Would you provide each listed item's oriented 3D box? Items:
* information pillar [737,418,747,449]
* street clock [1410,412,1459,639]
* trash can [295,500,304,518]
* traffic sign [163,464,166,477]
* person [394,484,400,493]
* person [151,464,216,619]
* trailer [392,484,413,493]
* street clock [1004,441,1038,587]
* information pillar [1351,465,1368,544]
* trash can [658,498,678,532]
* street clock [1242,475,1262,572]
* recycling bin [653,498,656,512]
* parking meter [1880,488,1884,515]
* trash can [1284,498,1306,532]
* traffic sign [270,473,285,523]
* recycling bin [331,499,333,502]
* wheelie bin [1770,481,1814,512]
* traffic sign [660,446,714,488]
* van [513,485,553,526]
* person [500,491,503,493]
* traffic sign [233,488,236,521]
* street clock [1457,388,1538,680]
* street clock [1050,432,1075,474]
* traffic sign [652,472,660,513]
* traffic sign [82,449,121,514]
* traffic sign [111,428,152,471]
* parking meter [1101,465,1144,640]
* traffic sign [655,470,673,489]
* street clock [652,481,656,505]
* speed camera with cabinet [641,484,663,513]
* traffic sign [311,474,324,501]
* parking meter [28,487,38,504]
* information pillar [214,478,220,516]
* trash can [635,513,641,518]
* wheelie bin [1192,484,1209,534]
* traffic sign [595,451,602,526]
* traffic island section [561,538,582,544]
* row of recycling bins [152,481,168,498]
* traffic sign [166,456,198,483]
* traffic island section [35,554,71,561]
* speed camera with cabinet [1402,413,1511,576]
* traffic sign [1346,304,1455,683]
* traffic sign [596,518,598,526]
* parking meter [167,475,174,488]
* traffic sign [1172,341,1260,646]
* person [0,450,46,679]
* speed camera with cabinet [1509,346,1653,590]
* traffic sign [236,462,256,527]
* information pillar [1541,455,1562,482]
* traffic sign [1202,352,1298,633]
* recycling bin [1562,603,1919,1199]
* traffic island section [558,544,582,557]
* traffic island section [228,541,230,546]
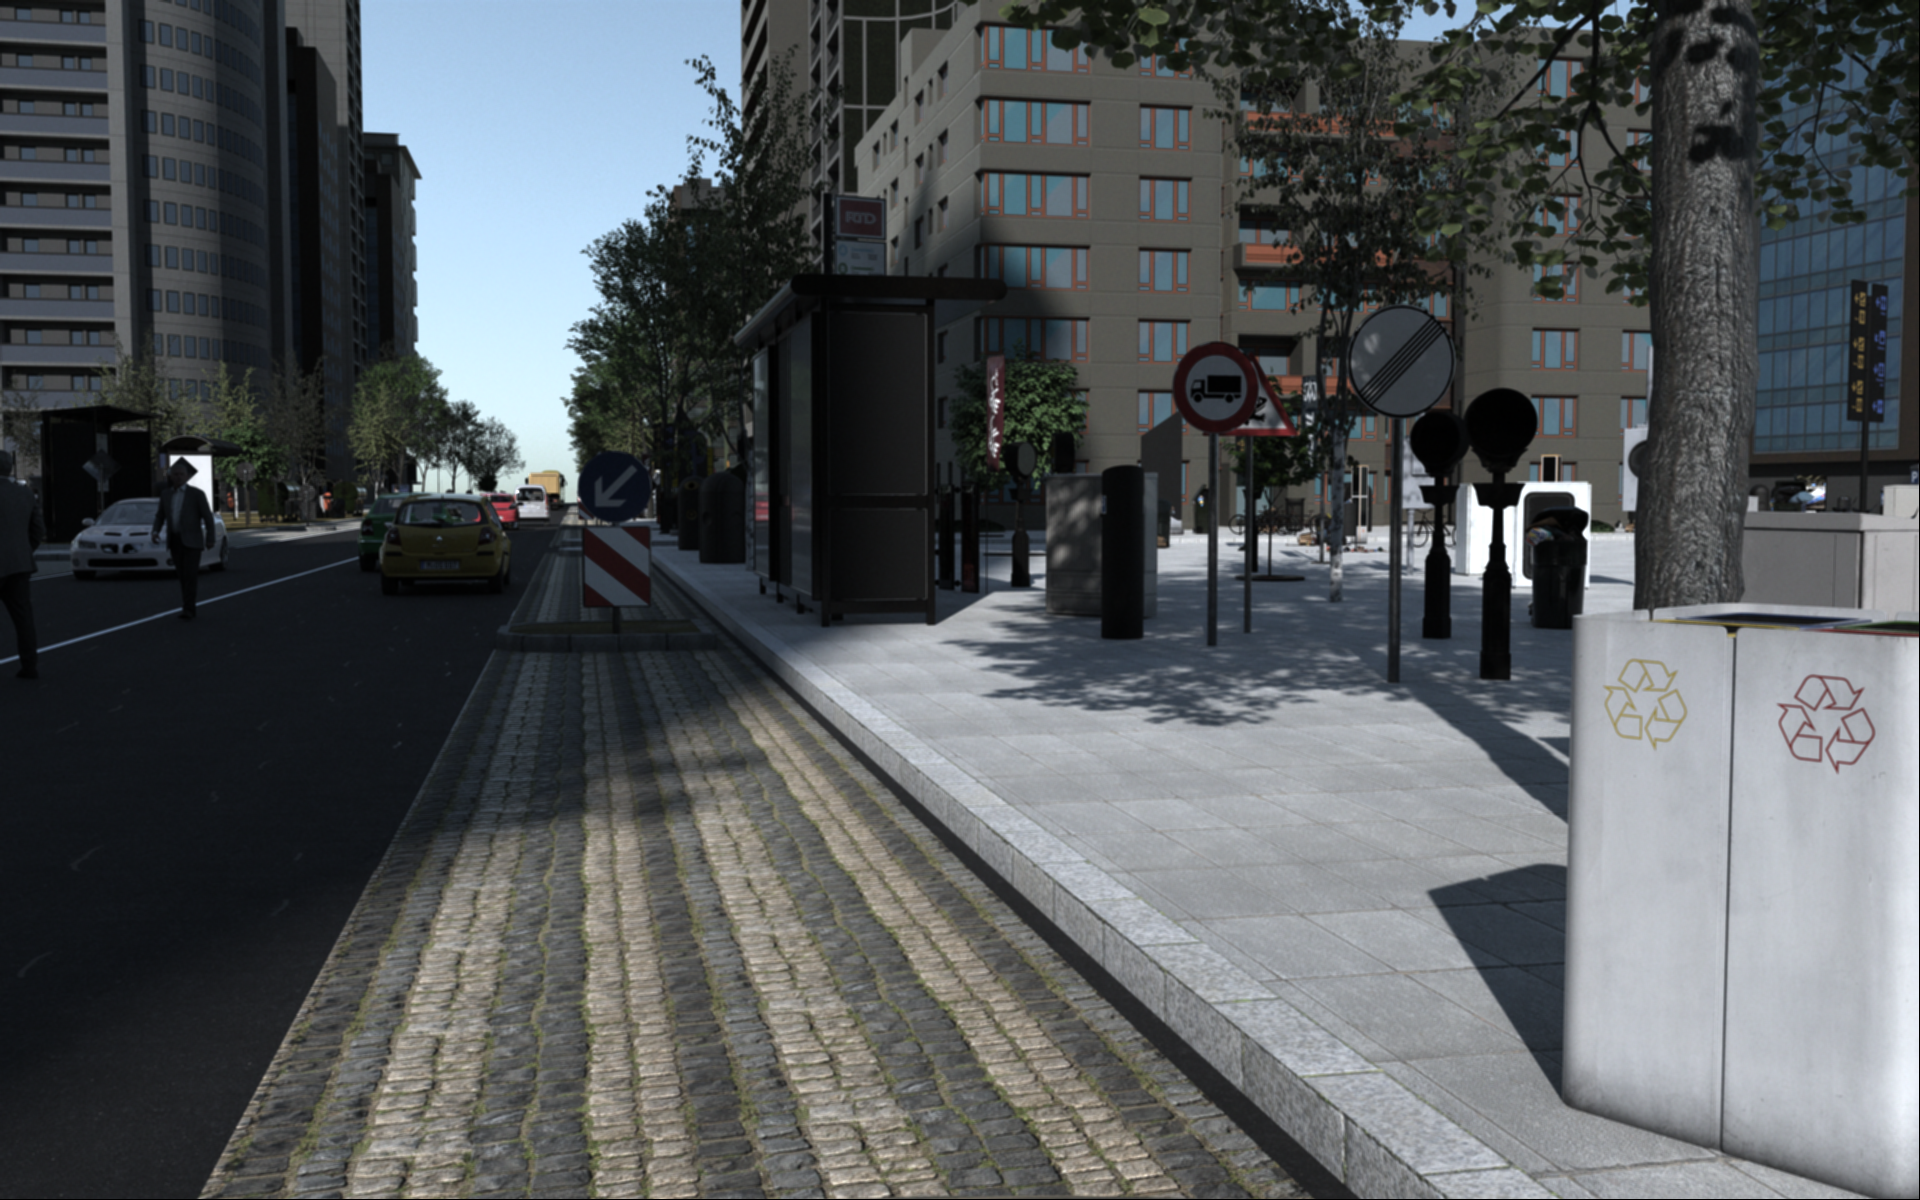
[{"bbox_3d":[-6.715,-3.796,53.419,0.183,3.616,0.504,-3,4,-38],"label":"information pillar"},{"bbox_3d":[4.249,-0.661,15.376,0.471,2.002,0.358,3,5,40],"label":"street clock"},{"bbox_3d":[-35.859,-5.052,94.253,0.748,1.137,0.748,0,3,0],"label":"trash can"},{"bbox_3d":[-30.326,-4.077,66.764,0.768,2.556,0.104,0,4,-4],"label":"traffic sign"},{"bbox_3d":[-20.405,-3.307,62.849,0.678,1.792,0.850,-3,5,-43],"label":"person"},{"bbox_3d":[-8.903,-0.667,19.809,0.661,1.777,0.834,0,4,-7],"label":"person"},{"bbox_3d":[-32.612,-5.758,101.191,1.471,1.999,3.904,-1,4,-13],"label":"trailer"},{"bbox_3d":[0.838,-1.183,23.909,0.358,2.002,0.471,3,5,41],"label":"street clock"},{"bbox_3d":[10.290,-2.454,44.612,0.304,2.012,0.304,-2,4,-35],"label":"information pillar"},{"bbox_3d":[-9.724,-2.828,57.886,0.748,1.137,0.748,0,3,0],"label":"trash can"},{"bbox_3d":[4.795,-1.456,28.369,0.471,2.002,0.358,1,4,10],"label":"street clock"},{"bbox_3d":[-21.219,-6.695,122.016,0.722,1.027,0.722,1,4,12],"label":"recycling bin"},{"bbox_3d":[37.186,-3.742,69.587,0.372,1.533,0.369,0,3,0],"label":"parking meter"},{"bbox_3d":[11.454,-2.912,59.263,0.748,1.137,0.748,0,3,0],"label":"trash can"},{"bbox_3d":[-30.267,-4.683,76.675,0.768,2.556,0.104,0,4,-7],"label":"traffic sign"},{"bbox_3d":[-39.805,-5.933,109.562,0.722,1.027,0.722,-1,4,-11],"label":"recycling bin"},{"bbox_3d":[19.431,-1.994,40.515,0.980,1.594,0.693,3,4,36],"label":"wheelie bin"},{"bbox_3d":[-11.602,-4.881,73.674,2.265,3.308,0.079,-1,4,-11],"label":"traffic sign"},{"bbox_3d":[-19.312,-4.336,77.903,2.013,2.044,4.112,-1,4,-14],"label":"van"},{"bbox_3d":[-40.033,-8.671,150.957,1.217,1.739,0.721,2,4,24],"label":"person"},{"bbox_3d":[-34.466,-5.023,82.229,0.768,2.556,0.104,0,4,-8],"label":"traffic sign"},{"bbox_3d":[3.720,-0.453,11.980,0.471,2.002,0.358,1,4,11],"label":"street clock"},{"bbox_3d":[1.204,-0.968,20.402,0.358,2.002,0.471,0,4,-5],"label":"street clock"},{"bbox_3d":[-17.723,-6.170,100.986,0.768,2.556,0.104,-1,4,-11],"label":"traffic sign"},{"bbox_3d":[-18.978,-2.122,38.331,0.795,2.450,0.064,-1,4,-12],"label":"traffic sign"},{"bbox_3d":[-25.981,-3.626,53.151,2.265,3.308,0.079,0,4,-4],"label":"traffic sign"},{"bbox_3d":[1.447,-0.428,15.403,0.372,1.533,0.369,0,3,0],"label":"parking meter"},{"bbox_3d":[-17.915,-6.734,103.968,2.265,3.308,0.079,-1,4,-9],"label":"traffic sign"},{"bbox_3d":[-17.176,-5.630,96.622,0.471,2.002,0.358,0,4,-3],"label":"street clock"},{"bbox_3d":[-18.432,-6.623,102.616,2.038,3.252,0.660,1,4,10],"label":"speed camera with cabinet"},{"bbox_3d":[-40.057,-6.602,108.044,0.768,2.556,0.104,0,4,-8],"label":"traffic sign"},{"bbox_3d":[-34.403,-3.416,64.265,0.372,1.533,0.369,0,3,0],"label":"parking meter"},{"bbox_3d":[-34.553,-4.643,80.412,0.304,2.012,0.304,-3,5,-39],"label":"information pillar"},{"bbox_3d":[-17.191,-4.894,91.664,0.748,1.137,0.748,0,3,0],"label":"trash can"},{"bbox_3d":[7.846,-2.928,55.788,0.693,1.594,0.980,0,4,-1],"label":"wheelie bin"},{"bbox_3d":[-8.432,-2.262,40.632,0.795,2.450,0.064,-1,4,-12],"label":"traffic sign"},{"bbox_3d":[-10.135,-1.604,48.512,2.009,0.180,2.903,-1,4,-12],"label":"traffic island section"},{"bbox_3d":[-26.001,-3.000,56.160,1.069,1.692,3.534,-2,4,-30],"label":"row of recycling bins"},{"bbox_3d":[-20.701,-2.599,46.128,0.795,2.450,0.064,-1,4,-12],"label":"traffic sign"},{"bbox_3d":[-18.999,-0.985,38.387,2.009,0.180,2.903,-1,4,-12],"label":"traffic island section"},{"bbox_3d":[7.875,-2.016,27.291,2.038,3.252,0.660,0,4,-4],"label":"speed camera with cabinet"},{"bbox_3d":[2.953,-0.710,11.716,0.768,2.556,0.104,-1,4,-9],"label":"traffic sign"},{"bbox_3d":[-10.156,-2.739,48.429,0.795,2.450,0.064,-1,4,-12],"label":"traffic sign"},{"bbox_3d":[-24.486,-2.956,54.041,0.399,1.863,0.255,-2,4,-29],"label":"parking meter"},{"bbox_3d":[2.134,-0.885,14.583,0.768,2.556,0.104,-1,4,-12],"label":"traffic sign"},{"bbox_3d":[-7.563,-0.285,13.560,0.834,1.777,0.661,2,4,24],"label":"person"},{"bbox_3d":[8.528,-1.770,23.279,2.038,3.252,0.660,1,4,19],"label":"speed camera with cabinet"},{"bbox_3d":[-28.147,-4.170,68.279,0.768,2.556,0.104,0,4,-3],"label":"traffic sign"},{"bbox_3d":[11.114,-1.719,32.602,0.304,2.012,0.304,2,4,32],"label":"information pillar"},{"bbox_3d":[2.659,-0.975,15.951,0.884,2.594,0.081,0,4,-4],"label":"traffic sign"},{"bbox_3d":[1.754,0.549,3.575,0.722,1.027,0.722,-3,5,-40],"label":"recycling bin"},{"bbox_3d":[-8.411,-1.127,40.714,2.009,0.180,2.903,-1,4,-12],"label":"traffic island section"},{"bbox_3d":[-20.722,-1.462,46.185,2.009,0.180,2.903,-1,4,-12],"label":"traffic island section"}]
